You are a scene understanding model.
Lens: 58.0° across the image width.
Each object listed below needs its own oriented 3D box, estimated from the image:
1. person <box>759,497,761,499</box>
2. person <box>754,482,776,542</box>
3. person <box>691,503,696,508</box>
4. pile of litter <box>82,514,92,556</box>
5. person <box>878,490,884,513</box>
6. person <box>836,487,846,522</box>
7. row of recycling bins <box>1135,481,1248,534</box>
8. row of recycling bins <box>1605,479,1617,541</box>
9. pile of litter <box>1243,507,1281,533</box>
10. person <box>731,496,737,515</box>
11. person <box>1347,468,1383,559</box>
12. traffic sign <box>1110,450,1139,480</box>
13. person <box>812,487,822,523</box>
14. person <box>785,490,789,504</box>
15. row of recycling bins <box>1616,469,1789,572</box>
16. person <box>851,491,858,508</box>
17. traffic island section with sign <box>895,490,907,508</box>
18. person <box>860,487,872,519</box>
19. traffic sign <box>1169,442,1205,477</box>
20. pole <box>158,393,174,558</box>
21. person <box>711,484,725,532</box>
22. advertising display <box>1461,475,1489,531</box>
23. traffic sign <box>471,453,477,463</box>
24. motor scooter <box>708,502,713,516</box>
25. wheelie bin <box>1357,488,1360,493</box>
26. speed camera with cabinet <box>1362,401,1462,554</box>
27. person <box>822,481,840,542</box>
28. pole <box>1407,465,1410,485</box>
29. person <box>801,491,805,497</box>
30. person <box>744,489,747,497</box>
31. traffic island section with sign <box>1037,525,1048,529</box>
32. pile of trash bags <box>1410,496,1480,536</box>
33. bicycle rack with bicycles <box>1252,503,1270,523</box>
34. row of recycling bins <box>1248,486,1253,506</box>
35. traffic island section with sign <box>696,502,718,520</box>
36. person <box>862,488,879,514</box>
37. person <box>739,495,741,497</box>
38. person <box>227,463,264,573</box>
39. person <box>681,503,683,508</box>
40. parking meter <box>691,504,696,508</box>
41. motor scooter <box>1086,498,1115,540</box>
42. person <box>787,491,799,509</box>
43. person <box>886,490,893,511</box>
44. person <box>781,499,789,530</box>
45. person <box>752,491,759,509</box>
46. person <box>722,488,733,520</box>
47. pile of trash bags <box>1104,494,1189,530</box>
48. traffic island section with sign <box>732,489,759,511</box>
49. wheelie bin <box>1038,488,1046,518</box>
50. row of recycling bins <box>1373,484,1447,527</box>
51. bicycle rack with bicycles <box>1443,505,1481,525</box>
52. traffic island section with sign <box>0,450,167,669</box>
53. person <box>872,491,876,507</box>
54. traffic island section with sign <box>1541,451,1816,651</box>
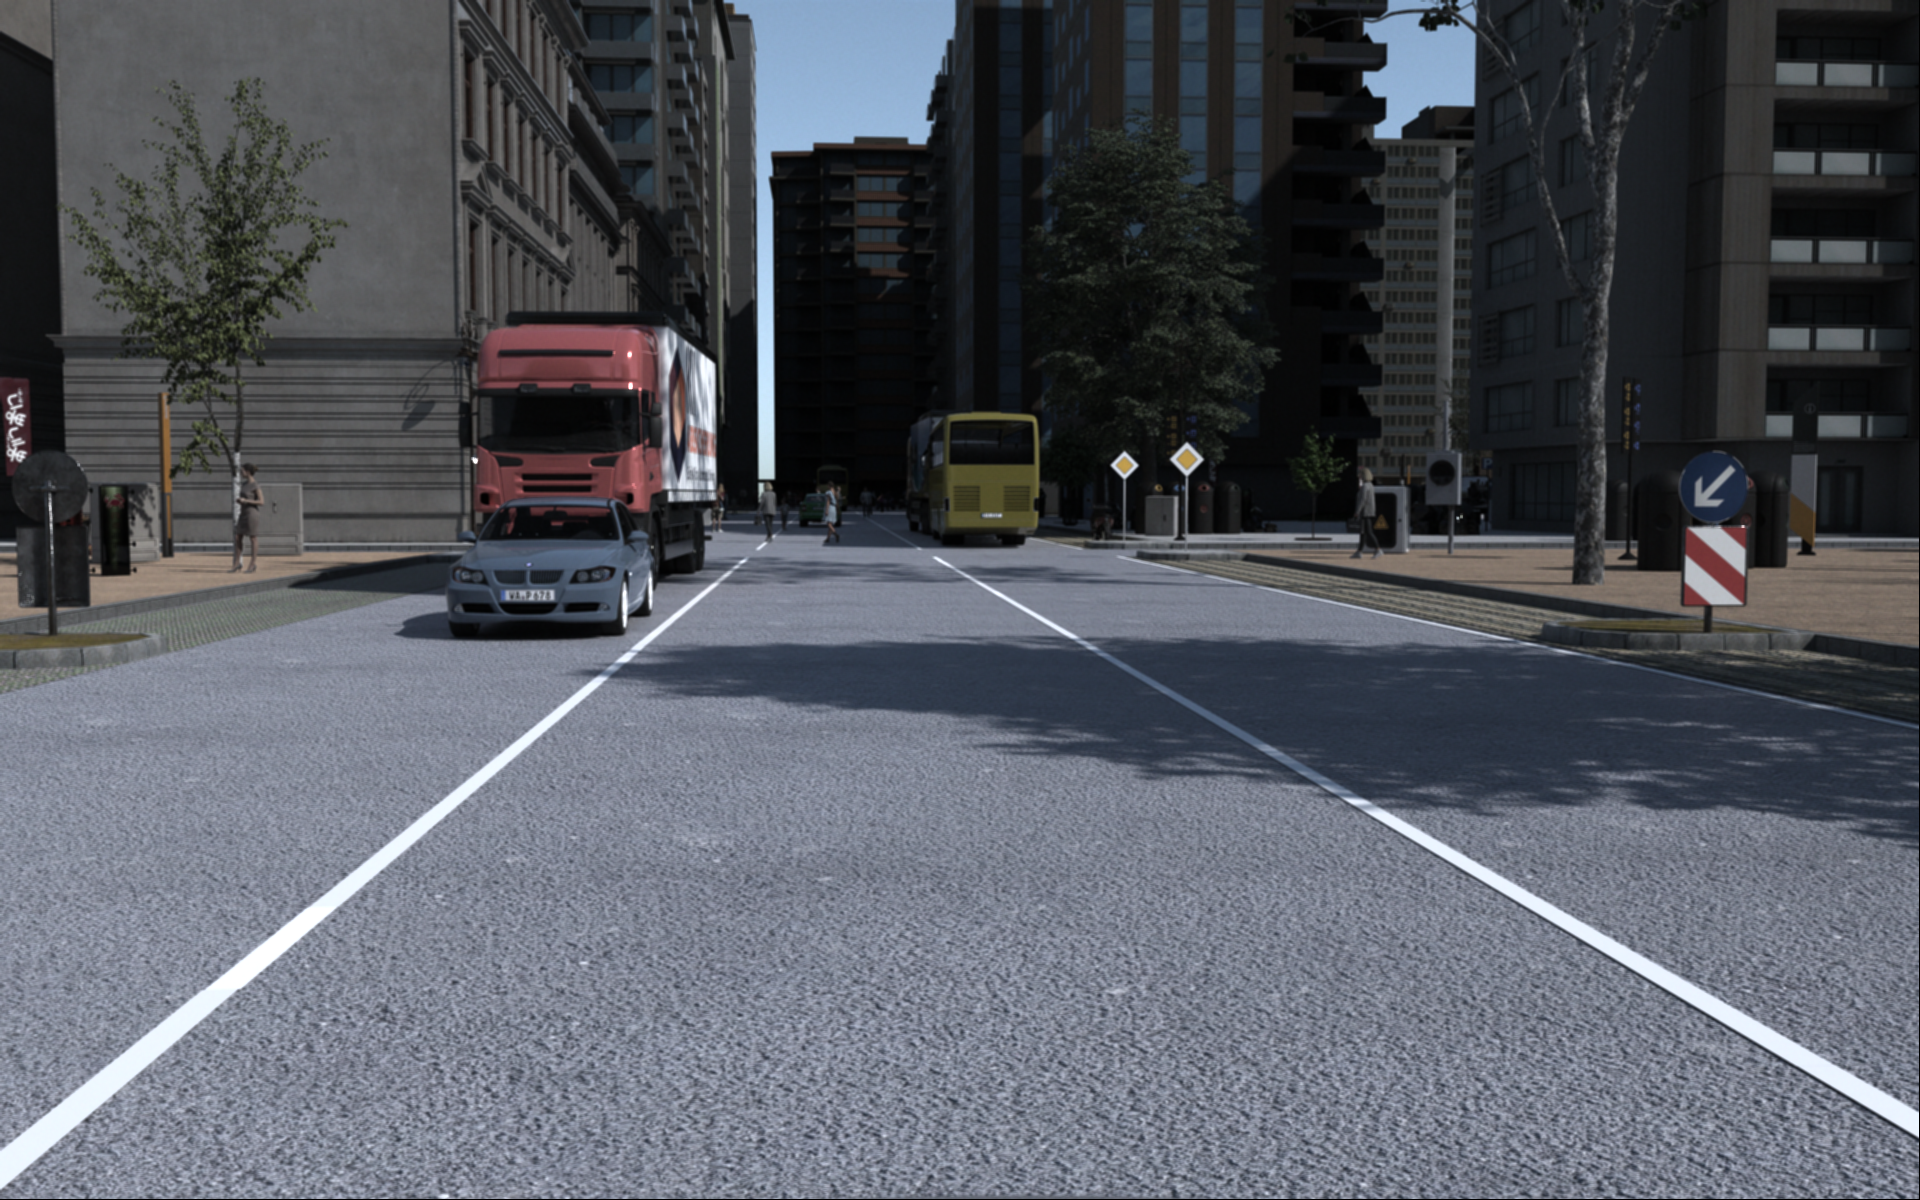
[{"bbox_3d":[-16.154,-8.301,144.228,1.348,1.824,0.705,1,4,14],"label":"person"},{"bbox_3d":[-5.743,-2.609,51.335,0.709,1.800,0.728,-2,4,-33],"label":"person"},{"bbox_3d":[-15.228,-5.585,99.700,0.818,1.842,0.514,-2,4,-35],"label":"person"},{"bbox_3d":[-18.718,-1.373,36.419,1.719,0.858,1.176,3,5,43],"label":"pile of litter"},{"bbox_3d":[-6.099,-7.609,133.590,0.721,1.739,1.217,1,4,21],"label":"person"},{"bbox_3d":[-6.045,-4.800,87.157,0.590,1.801,0.661,-1,4,-11],"label":"person"},{"bbox_3d":[7.307,-2.968,55.642,3.534,1.692,1.069,-1,4,-16],"label":"row of recycling bins"},{"bbox_3d":[19.331,-2.471,47.513,3.534,1.692,1.069,0,4,-2],"label":"row of recycling bins"},{"bbox_3d":[10.165,-2.693,58.000,1.719,0.858,1.176,-2,4,-34],"label":"pile of litter"},{"bbox_3d":[-15.639,-6.544,119.759,0.640,1.303,0.475,2,4,33],"label":"person"},{"bbox_3d":[8.044,-1.721,34.370,0.728,1.800,0.709,2,4,33],"label":"person"},{"bbox_3d":[4.416,-2.699,46.318,0.795,2.593,0.064,0,4,-4],"label":"traffic sign"},{"bbox_3d":[-7.128,-4.731,86.053,0.583,1.804,0.606,0,4,3],"label":"person"},{"bbox_3d":[-16.481,-9.567,165.009,0.705,1.812,1.348,-1,4,-8],"label":"person"},{"bbox_3d":[12.900,-1.383,29.721,3.534,1.692,1.069,-2,4,-32],"label":"row of recycling bins"},{"bbox_3d":[-10.825,-10.344,178.338,0.721,1.735,1.217,2,4,32],"label":"person"},{"bbox_3d":[-5.575,-10.159,174.724,1.989,1.847,2.006,0,4,-4],"label":"traffic island section with sign"},{"bbox_3d":[-5.394,-5.557,99.198,0.661,1.843,0.795,0,4,2],"label":"person"},{"bbox_3d":[5.038,-2.212,38.357,0.795,2.593,0.064,0,4,-4],"label":"traffic sign"},{"bbox_3d":[-16.034,-2.515,34.966,0.158,3.312,0.155,0,3,0],"label":"pole"},{"bbox_3d":[-9.110,-3.468,65.182,0.580,1.828,0.573,-2,4,-28],"label":"person"},{"bbox_3d":[17.746,-3.337,59.777,0.974,1.923,0.123,0,4,4],"label":"advertising display"},{"bbox_3d":[-10.112,-2.141,37.199,0.795,2.593,0.064,0,4,-4],"label":"traffic sign"},{"bbox_3d":[-14.898,-5.596,104.277,0.815,1.314,1.986,0,4,-5],"label":"motor scooter"},{"bbox_3d":[20.476,-4.953,88.891,0.693,1.594,0.980,1,4,15],"label":"wheelie bin"},{"bbox_3d":[9.646,-2.614,37.070,2.038,3.252,0.660,1,4,23],"label":"speed camera with cabinet"},{"bbox_3d":[-3.760,-2.599,51.087,0.616,1.811,0.778,-3,5,-43],"label":"person"},{"bbox_3d":[31.797,-7.886,122.776,0.158,3.312,0.155,0,3,0],"label":"pole"},{"bbox_3d":[-17.823,-11.412,195.025,1.348,1.831,0.705,-2,4,-28],"label":"person"},{"bbox_3d":[-24.270,-11.563,195.104,0.705,1.824,1.348,0,4,6],"label":"person"},{"bbox_3d":[2.512,-3.810,70.926,1.989,1.847,2.006,0,4,-4],"label":"traffic island section with sign"},{"bbox_3d":[14.825,-2.767,54.993,1.912,1.369,3.447,-3,4,-39],"label":"pile of trash bags"},{"bbox_3d":[11.253,-3.535,71.174,2.925,0.926,2.852,-2,4,-24],"label":"bicycle rack with bicycles"},{"bbox_3d":[10.977,-4.152,74.993,3.534,1.692,1.069,-1,4,-17],"label":"row of recycling bins"},{"bbox_3d":[-14.524,-5.442,97.601,1.989,1.847,2.006,0,4,-4],"label":"traffic island section with sign"},{"bbox_3d":[-6.396,-6.977,122.553,1.348,1.826,0.705,1,4,17],"label":"person"},{"bbox_3d":[-24.218,-11.387,192.675,0.683,1.767,0.568,0,4,3],"label":"person"},{"bbox_3d":[-11.647,-1.336,28.229,0.599,1.781,0.374,2,4,31],"label":"person"},{"bbox_3d":[-18.281,-6.637,114.586,0.654,1.822,0.581,1,4,13],"label":"person"},{"bbox_3d":[-17.676,-6.668,114.735,0.255,1.863,0.399,1,4,16],"label":"parking meter"},{"bbox_3d":[4.021,-2.229,49.221,0.815,1.314,1.986,0,4,-6],"label":"motor scooter"},{"bbox_3d":[-15.766,-9.421,163.260,1.217,1.735,0.721,-1,4,-10],"label":"person"},{"bbox_3d":[-6.126,-8.656,150.475,0.568,1.767,0.683,-1,4,-10],"label":"person"},{"bbox_3d":[-6.975,-3.413,68.994,0.332,1.250,0.352,1,4,15],"label":"person"},{"bbox_3d":[-19.802,-9.683,167.529,0.721,1.743,1.217,-3,4,-38],"label":"person"},{"bbox_3d":[-12.848,-5.252,94.722,0.721,1.781,0.623,1,4,18],"label":"person"},{"bbox_3d":[6.665,-3.227,62.510,3.447,1.369,1.912,2,4,30],"label":"pile of trash bags"},{"bbox_3d":[-18.424,-8.503,147.645,1.989,1.847,2.006,0,4,-4],"label":"traffic island section with sign"},{"bbox_3d":[4.230,-5.219,93.235,0.980,1.594,0.693,-2,4,-32],"label":"wheelie bin"},{"bbox_3d":[17.594,-3.769,68.741,1.069,1.692,3.534,-2,4,-30],"label":"row of recycling bins"},{"bbox_3d":[20.749,-3.622,72.596,2.852,0.926,2.925,1,4,17],"label":"bicycle rack with bicycles"},{"bbox_3d":[-8.075,-0.388,14.976,1.989,1.847,2.006,0,4,-4],"label":"traffic island section with sign"},{"bbox_3d":[-9.890,-11.461,196.624,0.721,1.736,1.217,2,4,26],"label":"person"},{"bbox_3d":[6.756,-0.492,16.673,1.989,1.847,2.006,0,4,-4],"label":"traffic island section with sign"}]
